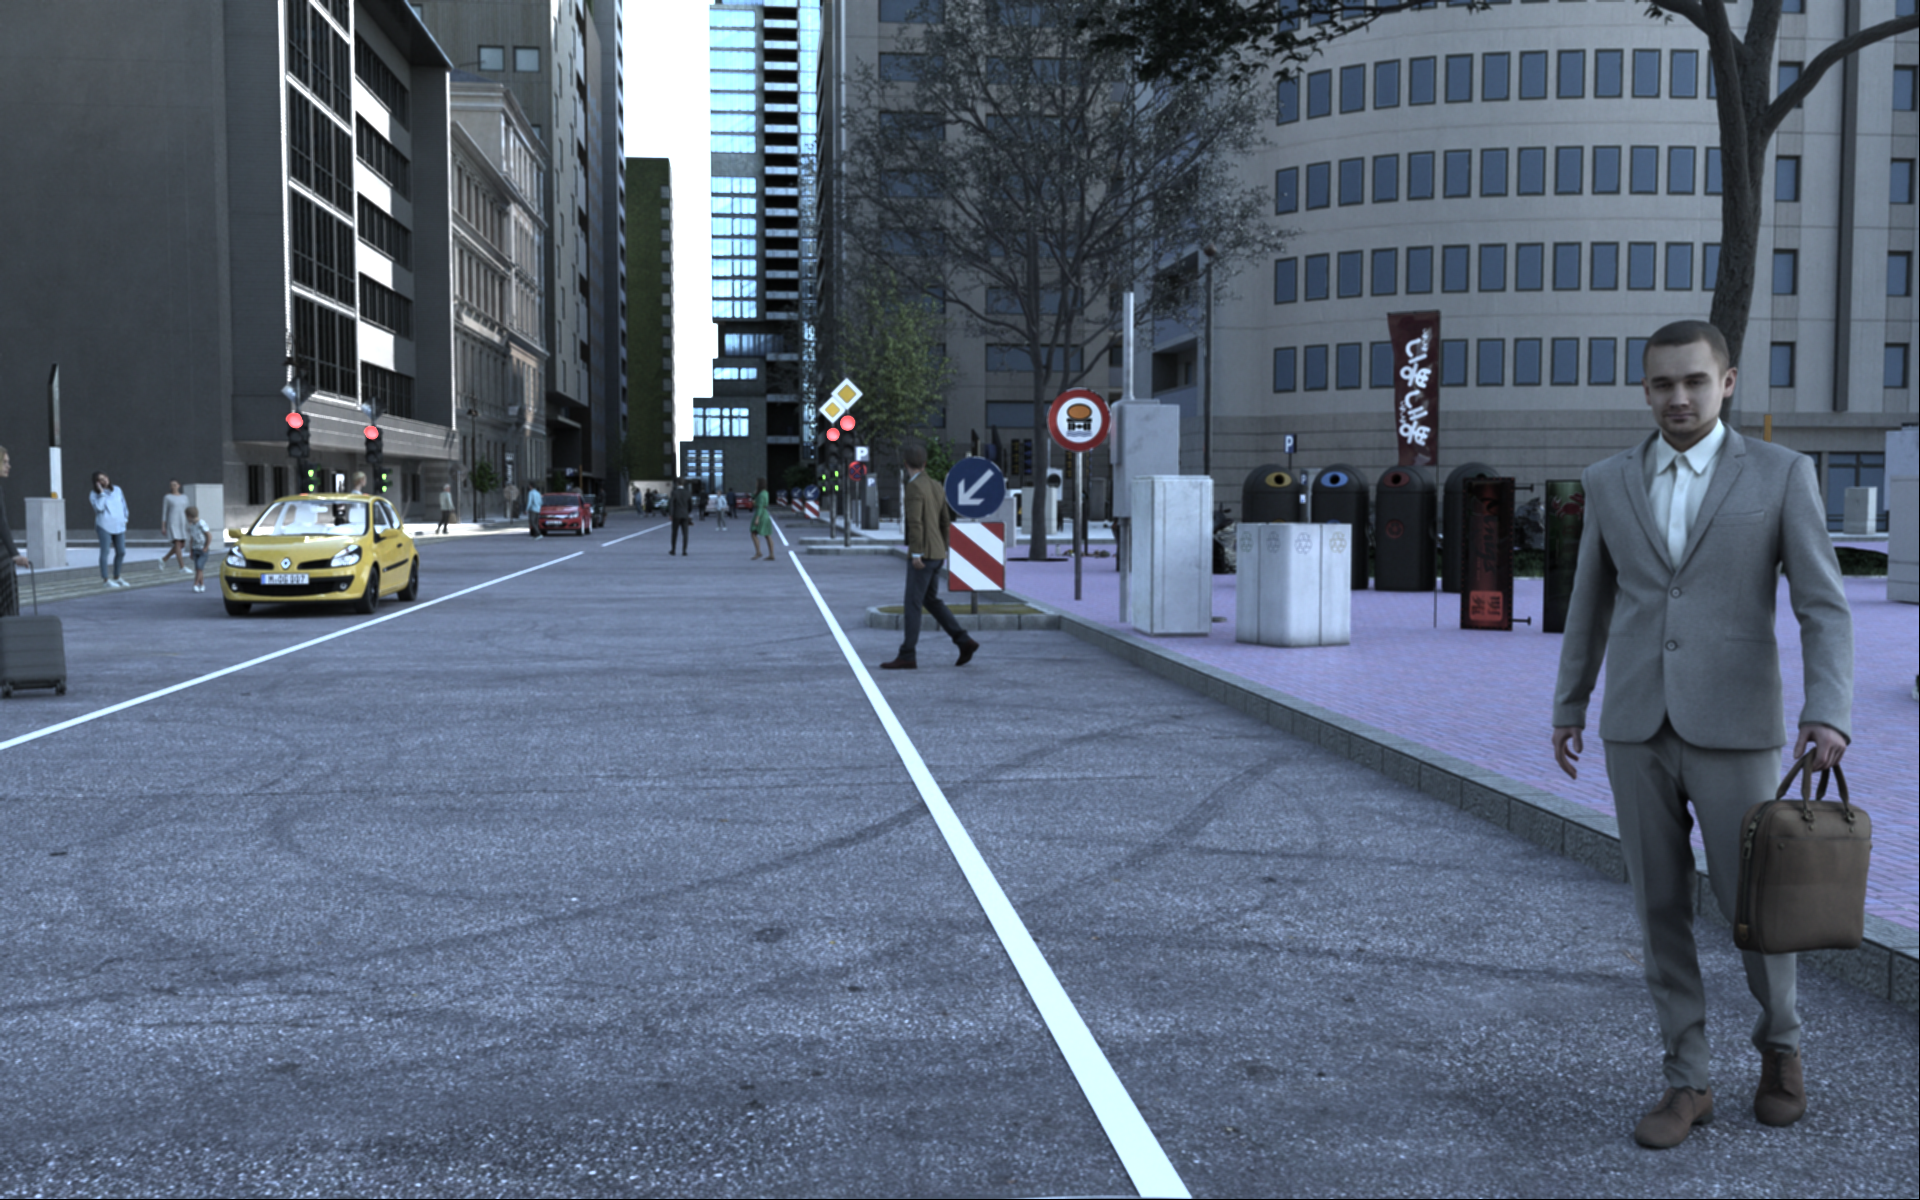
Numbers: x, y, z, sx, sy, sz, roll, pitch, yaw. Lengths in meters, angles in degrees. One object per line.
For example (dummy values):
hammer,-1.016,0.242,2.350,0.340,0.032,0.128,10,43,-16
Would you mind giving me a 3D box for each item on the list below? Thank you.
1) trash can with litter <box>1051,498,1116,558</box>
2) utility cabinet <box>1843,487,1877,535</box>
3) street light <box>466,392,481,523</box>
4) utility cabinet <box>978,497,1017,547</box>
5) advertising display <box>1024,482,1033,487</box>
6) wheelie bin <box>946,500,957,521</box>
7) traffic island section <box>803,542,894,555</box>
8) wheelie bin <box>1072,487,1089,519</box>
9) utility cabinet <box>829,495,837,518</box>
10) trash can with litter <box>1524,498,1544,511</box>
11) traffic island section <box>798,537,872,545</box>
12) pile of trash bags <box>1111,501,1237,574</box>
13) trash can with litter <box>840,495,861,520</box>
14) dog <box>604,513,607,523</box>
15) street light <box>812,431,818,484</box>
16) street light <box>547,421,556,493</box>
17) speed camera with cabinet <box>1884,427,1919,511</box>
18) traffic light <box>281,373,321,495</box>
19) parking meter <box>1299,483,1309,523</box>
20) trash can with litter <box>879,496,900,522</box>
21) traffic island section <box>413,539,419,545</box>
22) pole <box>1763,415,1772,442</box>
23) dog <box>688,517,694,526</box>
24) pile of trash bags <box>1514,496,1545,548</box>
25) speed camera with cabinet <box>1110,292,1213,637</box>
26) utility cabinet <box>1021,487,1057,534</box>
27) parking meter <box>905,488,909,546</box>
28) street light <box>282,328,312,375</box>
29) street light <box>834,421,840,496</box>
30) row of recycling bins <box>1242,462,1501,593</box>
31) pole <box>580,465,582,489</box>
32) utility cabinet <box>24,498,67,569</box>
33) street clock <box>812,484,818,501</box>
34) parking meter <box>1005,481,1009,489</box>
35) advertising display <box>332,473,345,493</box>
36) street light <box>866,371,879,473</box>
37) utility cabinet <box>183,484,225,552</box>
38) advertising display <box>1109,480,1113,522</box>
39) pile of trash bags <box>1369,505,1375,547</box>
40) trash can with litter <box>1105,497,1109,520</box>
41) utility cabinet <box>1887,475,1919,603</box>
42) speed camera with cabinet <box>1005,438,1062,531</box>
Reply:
trash can with litter,2.566,-1.500,35.588,1.678,1.210,2.233,-2,4,-25
utility cabinet,28.184,-2.788,54.257,0.318,1.500,1.173,0,4,-7
street light,-21.732,-6.402,77.462,0.468,5.910,1.993,0,4,-7
utility cabinet,0.834,-1.874,41.800,1.020,1.237,0.306,1,4,15
advertising display,3.597,-5.231,90.745,0.123,1.923,0.974,-1,4,-21
wheelie bin,-0.497,-4.463,80.876,0.693,1.594,0.980,-2,4,-24
traffic island section,-2.704,-1.203,41.957,2.009,0.180,2.903,0,4,-7
wheelie bin,5.765,-4.579,82.769,0.693,1.594,0.980,-1,4,-19
utility cabinet,-6.754,-4.964,92.327,0.306,1.237,1.020,-1,4,-11
trash can with litter,16.964,-2.490,52.096,1.055,1.170,0.624,0,4,-7
traffic island section,-3.633,-1.689,49.888,2.009,0.180,2.903,0,4,-7
pile of trash bags,3.442,-1.175,28.958,1.912,1.369,3.447,-1,4,-13
trash can with litter,-5.374,-4.696,87.837,2.233,1.210,1.678,-3,5,-44
dog,-17.492,-4.010,84.856,0.540,0.507,0.406,0,4,4
street light,-10.322,-9.222,123.559,0.468,5.910,1.993,0,4,-7
street light,-25.180,-8.211,107.033,0.468,5.910,1.993,0,4,-7
speed camera with cabinet,13.586,-1.845,24.509,0.660,3.252,2.038,3,4,39
traffic light,-15.368,-3.145,40.348,0.839,4.253,0.868,0,4,-7
parking meter,6.785,-1.608,34.697,0.372,1.533,0.369,0,3,0
trash can with litter,-3.008,-4.176,79.339,2.233,1.210,1.678,-1,4,-12
traffic island section,-16.339,-1.598,48.409,2.009,0.180,2.903,0,4,-7
pole,20.738,-3.102,44.562,0.158,3.312,0.155,0,3,0
dog,-12.341,-3.581,78.742,0.550,0.427,0.748,1,4,20
pile of trash bags,13.756,-1.928,41.271,3.447,1.369,1.912,2,4,27
speed camera with cabinet,1.900,-1.351,16.427,0.660,3.252,2.038,0,4,-5
utility cabinet,2.504,-2.811,54.641,1.173,1.500,0.318,3,4,38
parking meter,-1.191,-2.117,43.023,0.372,1.533,0.369,0,3,0
street light,-18.429,-4.617,48.276,0.468,5.910,1.993,0,4,-7
street light,-6.769,-7.416,94.046,0.468,5.910,1.993,0,4,-7
row of recycling bins,5.499,-0.988,23.262,3.534,1.692,1.069,2,4,25
pole,-26.641,-7.823,121.747,0.158,3.312,0.155,0,3,0
utility cabinet,-15.854,-1.156,30.060,0.306,1.237,1.020,0,4,-7
street clock,-10.015,-7.024,119.418,0.358,2.002,0.471,-2,4,-32
parking meter,2.039,-4.482,78.992,0.399,1.863,0.255,1,4,16
advertising display,-18.836,-2.894,52.535,0.123,1.923,0.974,0,4,-4
street light,-3.285,-5.633,64.887,0.468,5.910,1.993,0,4,-7
utility cabinet,-16.795,-1.821,38.451,0.318,1.500,1.173,0,4,5
advertising display,6.879,-4.504,78.848,0.123,1.923,0.974,0,4,2
pile of trash bags,8.944,-1.778,38.823,1.912,1.369,3.447,-1,4,-11
trash can with litter,7.455,-4.569,86.097,1.055,1.170,0.624,3,4,36
utility cabinet,11.248,-0.698,20.094,0.318,1.500,1.173,0,4,-1
speed camera with cabinet,2.584,-4.093,61.256,2.038,3.252,0.660,-1,4,-21
